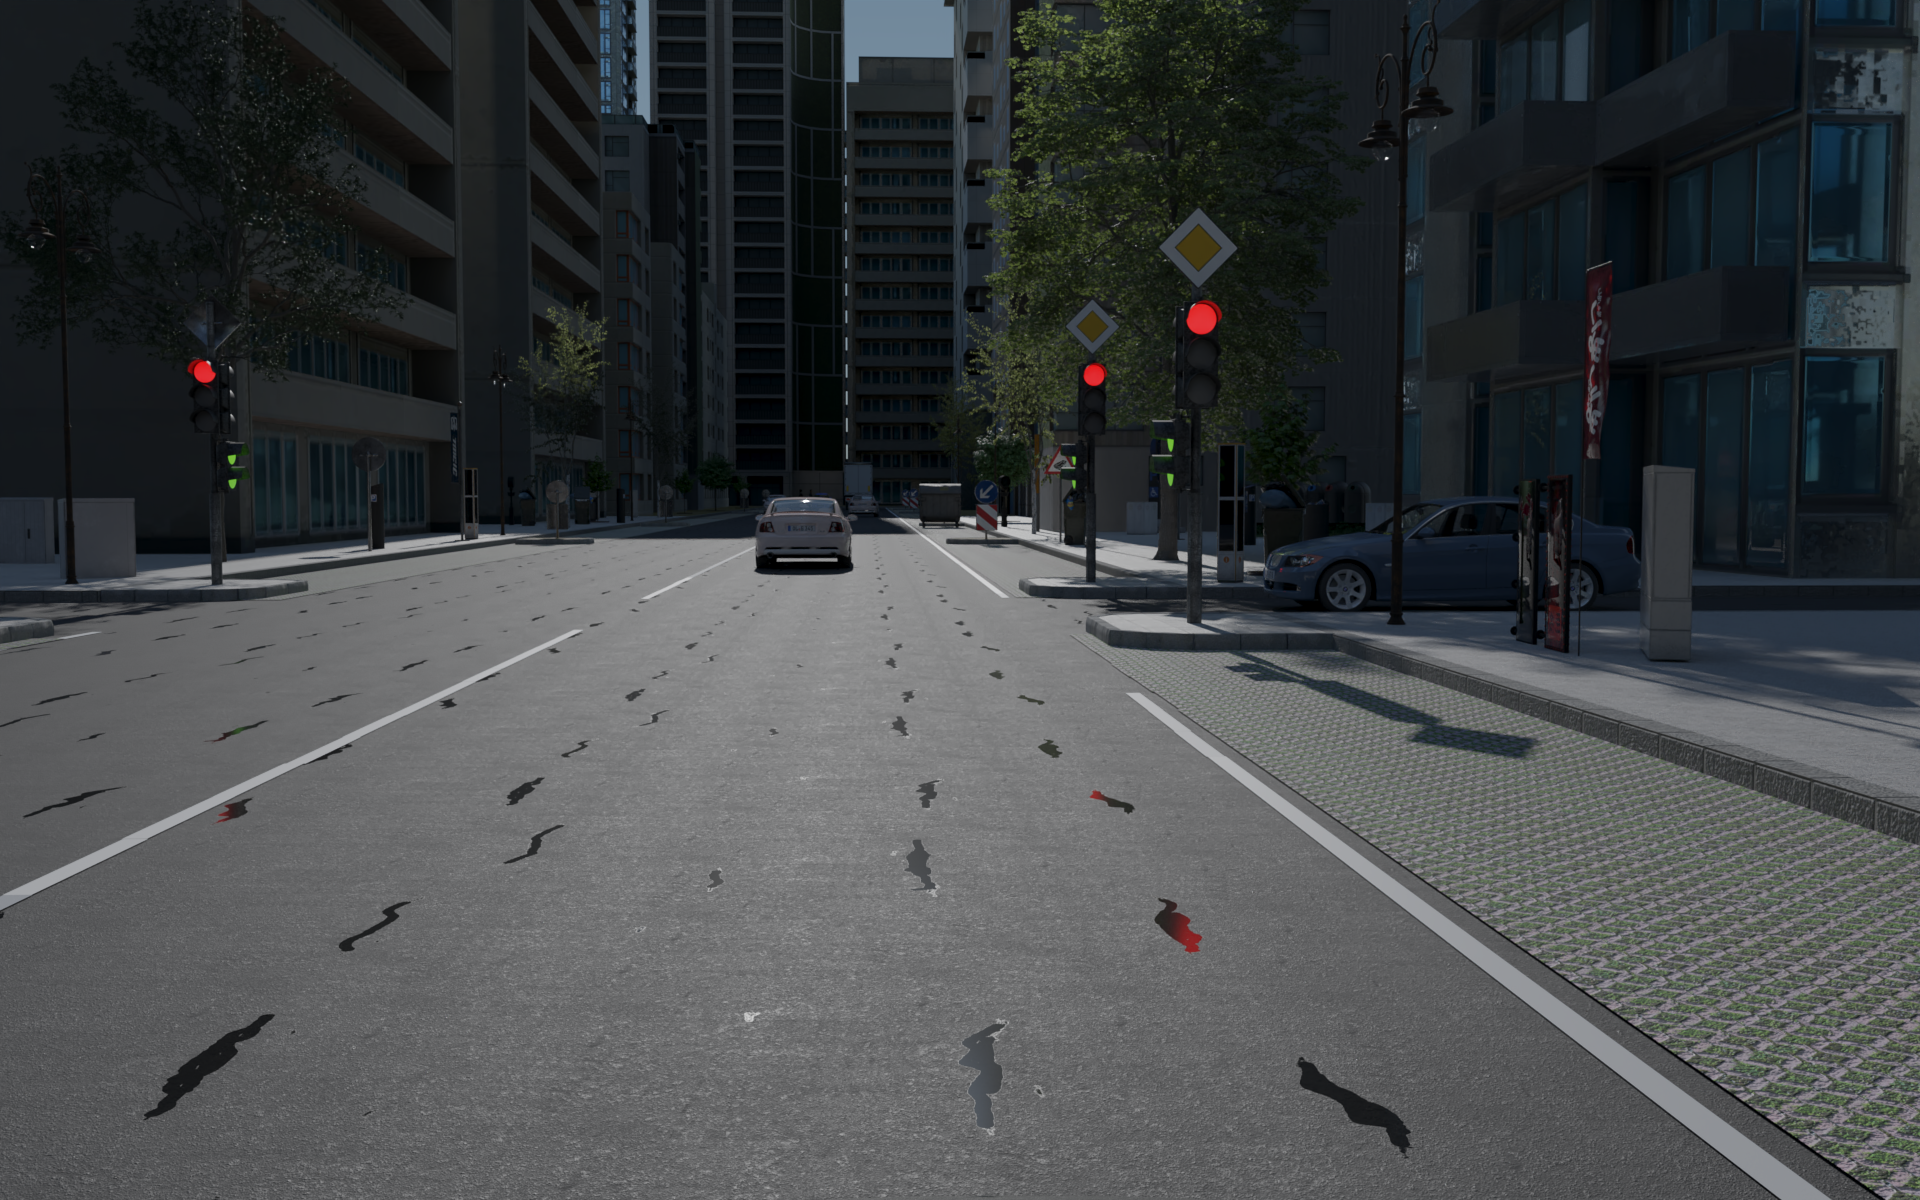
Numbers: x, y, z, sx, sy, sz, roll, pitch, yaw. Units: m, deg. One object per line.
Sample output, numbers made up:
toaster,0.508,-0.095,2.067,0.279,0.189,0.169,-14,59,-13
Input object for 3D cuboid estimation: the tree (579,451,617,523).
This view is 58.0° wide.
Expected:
tree,-16.503,-5.119,78.296,1.663,3.219,1.824,0,3,0

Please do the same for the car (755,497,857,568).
car,-3.111,-1.380,34.919,2.083,1.381,4.827,0,4,-3

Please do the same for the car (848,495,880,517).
car,-6.044,-5.899,108.816,2.083,1.381,4.827,0,4,-2

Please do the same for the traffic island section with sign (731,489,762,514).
traffic island section with sign,-15.649,-7.190,126.182,1.989,1.847,2.006,0,4,-3

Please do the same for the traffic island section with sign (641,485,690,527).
traffic island section with sign,-13.015,-4.166,76.735,1.989,1.847,2.006,0,4,-3

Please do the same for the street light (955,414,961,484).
street light,-0.103,-7.774,99.890,0.468,5.910,1.993,0,4,-3

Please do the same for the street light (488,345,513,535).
street light,-14.223,-4.949,53.709,0.468,5.910,1.993,0,4,-3

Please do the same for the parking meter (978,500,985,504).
parking meter,0.963,-4.279,75.669,0.399,1.863,0.255,1,4,8

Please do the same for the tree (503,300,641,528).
tree,-15.071,-7.061,65.812,4.360,8.622,3.978,0,3,0

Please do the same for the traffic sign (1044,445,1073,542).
traffic sign,2.665,-2.804,45.845,0.884,2.594,0.081,0,4,1

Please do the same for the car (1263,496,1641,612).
car,6.010,-0.573,21.377,4.499,1.417,2.014,0,4,-3

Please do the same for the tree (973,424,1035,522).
tree,2.060,-5.908,80.317,4.285,4.588,4.351,0,3,0

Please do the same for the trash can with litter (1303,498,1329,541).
trash can with litter,7.346,-1.392,33.813,2.233,1.210,1.678,0,4,2

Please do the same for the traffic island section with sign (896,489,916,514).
traffic island section with sign,-3.498,-7.230,126.839,1.989,1.847,2.006,0,4,-3

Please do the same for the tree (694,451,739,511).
tree,-18.449,-9.024,131.249,4.285,4.588,4.351,0,3,0

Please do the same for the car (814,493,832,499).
car,-12.824,-9.220,160.333,1.945,1.707,3.694,0,4,-1

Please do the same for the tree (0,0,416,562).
tree,-14.056,-5.969,32.004,8.767,10.594,7.601,1,4,11

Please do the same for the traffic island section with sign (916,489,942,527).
traffic island section with sign,-0.829,-4.170,76.815,1.989,1.847,2.006,0,4,-3

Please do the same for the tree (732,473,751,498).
tree,-19.897,-9.884,156.203,1.663,3.219,1.824,0,3,0

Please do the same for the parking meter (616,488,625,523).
parking meter,-14.986,-4.164,76.499,0.372,1.533,0.369,0,3,0

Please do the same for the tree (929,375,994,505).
tree,0.013,-9.545,106.426,4.737,8.622,4.395,0,3,0

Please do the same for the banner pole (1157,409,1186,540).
banner pole,5.916,-3.583,48.600,0.863,3.779,0.401,1,4,18

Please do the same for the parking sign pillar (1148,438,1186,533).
parking sign pillar,6.740,-4.201,57.158,1.447,3.967,1.447,3,4,38

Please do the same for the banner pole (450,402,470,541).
banner pole,-13.625,-3.482,46.951,0.401,3.779,0.863,0,4,8

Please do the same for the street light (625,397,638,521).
street light,-15.671,-6.714,82.567,0.468,5.910,1.993,0,4,-3

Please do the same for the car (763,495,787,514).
car,-13.619,-7.125,128.856,2.083,1.381,4.827,0,4,-4

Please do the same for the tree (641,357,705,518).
tree,-16.164,-8.790,94.077,4.360,8.622,3.978,0,3,0

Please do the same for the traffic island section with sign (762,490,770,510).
traffic island section with sign,-17.100,-8.841,153.171,1.989,1.847,2.006,0,4,-3

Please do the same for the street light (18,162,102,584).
street light,-12.680,-3.166,24.546,0.468,5.910,1.993,0,4,-3

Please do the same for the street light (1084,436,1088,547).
street light,3.110,-4.225,41.871,0.468,5.910,1.993,0,4,-3

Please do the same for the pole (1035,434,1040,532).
pole,2.637,-3.996,59.177,0.158,3.312,0.155,0,3,0

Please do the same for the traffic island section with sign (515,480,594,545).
traffic island section with sign,-11.560,-2.507,49.612,1.989,1.847,2.006,0,4,-3

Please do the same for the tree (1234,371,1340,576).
tree,5.190,-2.005,27.381,1.663,3.219,1.824,0,3,0

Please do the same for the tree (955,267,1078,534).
tree,2.197,-6.410,55.165,4.360,8.622,3.978,0,3,0

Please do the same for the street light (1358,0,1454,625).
street light,4.291,-2.696,16.861,0.468,5.910,1.993,0,4,-3

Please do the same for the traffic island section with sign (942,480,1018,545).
traffic island section with sign,0.604,-2.517,49.773,1.989,1.847,2.006,0,4,-3

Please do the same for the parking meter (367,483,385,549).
parking meter,-13.668,-1.964,40.515,0.372,1.533,0.369,0,3,0

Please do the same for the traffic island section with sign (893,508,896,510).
traffic island section with sign,-4.955,-8.885,153.898,1.989,1.847,2.006,0,4,-3

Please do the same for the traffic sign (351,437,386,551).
traffic sign,-13.221,-2.363,38.745,0.768,2.556,0.104,0,4,-1

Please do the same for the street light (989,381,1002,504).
street light,1.449,-6.008,71.023,0.468,5.910,1.993,0,4,-3

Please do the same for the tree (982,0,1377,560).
tree,4.094,-7.075,33.809,7.486,12.596,7.792,0,3,0

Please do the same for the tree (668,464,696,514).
tree,-17.958,-7.267,113.418,1.663,3.219,1.824,0,3,0

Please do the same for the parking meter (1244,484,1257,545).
parking meter,7.238,-2.140,43.400,0.372,1.533,0.369,0,3,0
